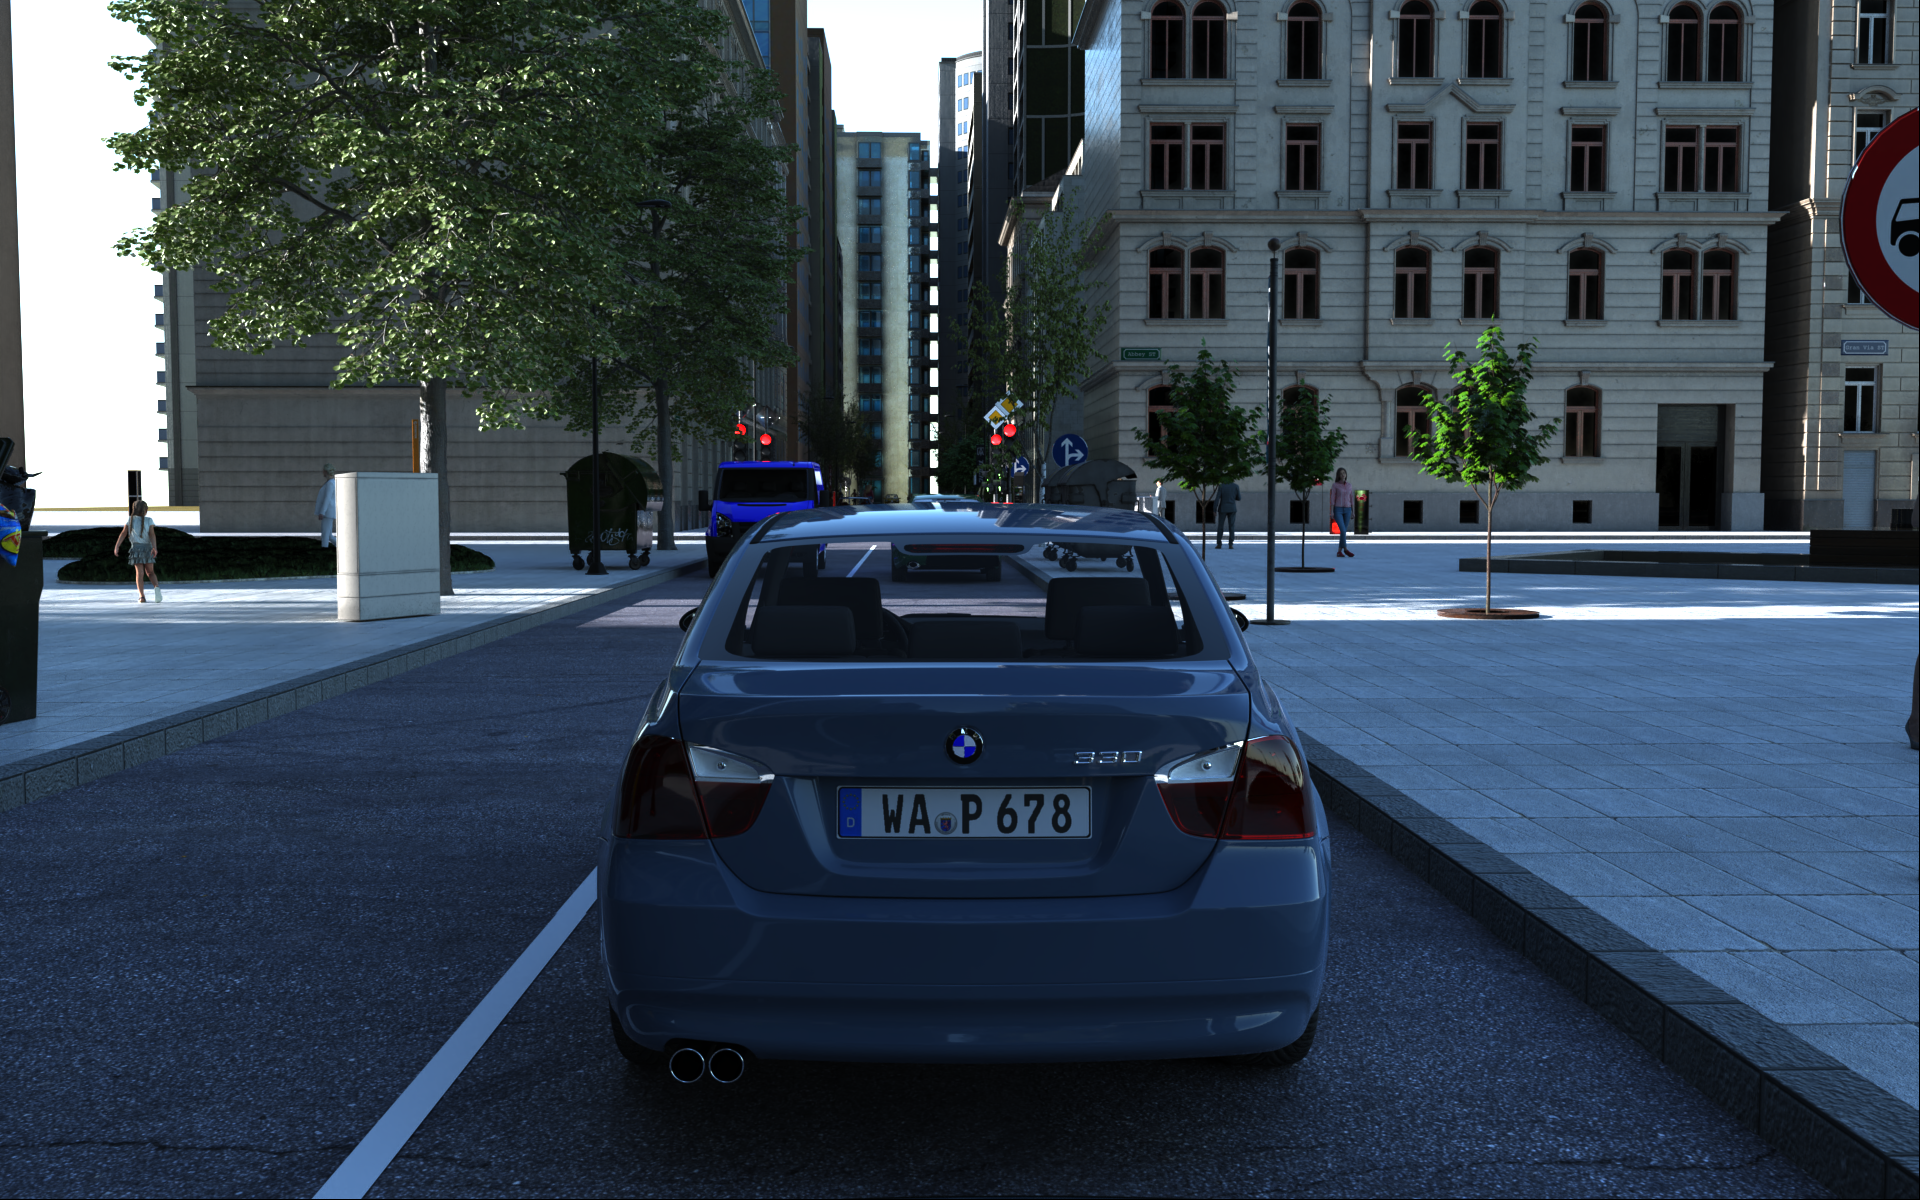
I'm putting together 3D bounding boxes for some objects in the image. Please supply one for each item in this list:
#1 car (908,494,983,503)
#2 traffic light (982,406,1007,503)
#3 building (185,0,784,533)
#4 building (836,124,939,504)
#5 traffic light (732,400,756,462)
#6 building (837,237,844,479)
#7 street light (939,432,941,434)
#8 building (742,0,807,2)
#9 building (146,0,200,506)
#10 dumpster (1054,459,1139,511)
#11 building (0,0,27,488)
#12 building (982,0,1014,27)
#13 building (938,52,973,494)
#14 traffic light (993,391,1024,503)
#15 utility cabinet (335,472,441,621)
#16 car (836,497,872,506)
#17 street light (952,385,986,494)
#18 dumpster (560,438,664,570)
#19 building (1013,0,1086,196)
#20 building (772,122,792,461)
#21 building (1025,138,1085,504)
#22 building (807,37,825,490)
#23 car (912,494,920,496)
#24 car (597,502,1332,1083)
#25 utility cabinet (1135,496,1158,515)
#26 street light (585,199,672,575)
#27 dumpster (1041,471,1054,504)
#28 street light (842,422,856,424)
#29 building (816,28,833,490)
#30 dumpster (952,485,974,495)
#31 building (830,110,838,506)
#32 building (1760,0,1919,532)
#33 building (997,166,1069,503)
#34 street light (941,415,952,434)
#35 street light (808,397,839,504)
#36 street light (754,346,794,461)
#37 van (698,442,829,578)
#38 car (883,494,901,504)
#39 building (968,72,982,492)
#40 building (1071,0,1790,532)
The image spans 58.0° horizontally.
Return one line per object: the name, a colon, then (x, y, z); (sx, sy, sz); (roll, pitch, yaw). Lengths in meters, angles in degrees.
car: (-0.254, -1.103, 29.826); (2.131, 1.459, 4.920); (0, 4, -1)
traffic light: (1.108, -4.020, 54.653); (0.839, 4.253, 0.868); (0, 4, -1)
building: (-17.969, -18.468, 78.372); (17.030, 29.872, 44.131); (0, 4, -1)
building: (-18.046, -37.152, 227.046); (30.456, 49.044, 23.786); (0, 4, -1)
traffic light: (-5.854, -3.520, 46.478); (0.839, 4.253, 0.868); (0, 4, -1)
building: (-20.225, -25.911, 195.342); (14.107, 30.474, 14.160); (0, 4, -1)
street light: (-0.843, -9.617, 129.774); (1.470, 5.913, 1.316); (0, 4, -1)
building: (-19.251, -29.713, 135.920); (14.600, 45.320, 14.200); (0, 4, -1)
building: (-71.760, -39.626, 189.890); (28.212, 58.520, 21.231); (0, 4, -1)
dumpster: (2.332, -1.437, 29.254); (1.264, 1.857, 1.865); (0, 4, -1)
building: (-49.781, -16.458, 62.597); (24.014, 27.812, 14.314); (0, 4, -1)
building: (12.604, -38.144, 165.647); (21.231, 58.520, 28.212); (0, 4, -1)
building: (11.302, -41.869, 226.549); (28.212, 58.520, 21.231); (0, 4, -1)
traffic light: (1.305, -3.532, 46.670); (0.839, 4.253, 0.868); (0, 4, -1)
utility cabinet: (-5.885, -0.560, 17.832); (0.318, 1.500, 1.173); (2, 4, 24)
car: (-4.037, -3.278, 66.170); (1.945, 1.354, 3.894); (0, 4, -3)
street light: (0.517, -6.195, 73.837); (1.470, 5.913, 1.316); (0, 4, -1)
dumpster: (-6.002, -1.676, 29.893); (1.502, 2.255, 1.985); (0, 4, -2)
building: (12.872, -42.929, 140.135); (20.563, 71.187, 20.611); (0, 4, -1)
building: (-17.951, -19.852, 110.482); (13.634, 28.700, 20.117); (0, 4, -1)
building: (9.535, -15.115, 101.874); (10.420, 20.320, 16.860); (0, 4, -1)
building: (-19.240, -28.549, 150.368); (14.154, 41.232, 14.086); (0, 4, -1)
car: (-3.383, -8.479, 147.429); (1.959, 1.807, 4.718); (0, 4, 0)
car: (0.013, 0.389, 5.641); (2.014, 1.417, 4.499); (0, 3, 0)
utility cabinet: (4.867, -2.196, 47.061); (1.020, 1.237, 0.306); (3, 5, 39)
street light: (-5.248, -3.359, 27.456); (1.470, 5.913, 1.316); (0, 4, -1)
dumpster: (2.267, -1.711, 33.727); (1.264, 1.857, 1.865); (0, 4, -1)
street light: (-7.358, -8.465, 110.946); (1.470, 5.913, 1.316); (0, 4, -1)
building: (-19.371, -31.465, 164.568); (14.600, 45.320, 14.200); (0, 4, -1)
dumpster: (0.282, -6.581, 110.089); (1.502, 2.255, 1.985); (0, 4, -1)
building: (-19.981, -30.288, 178.798); (14.154, 41.232, 14.086); (0, 4, -1)
building: (40.599, -16.308, 63.895); (25.104, 27.353, 12.463); (0, 4, -1)
building: (8.564, -17.815, 120.158); (11.050, 23.489, 19.941); (0, 4, -1)
street light: (-0.204, -7.906, 101.804); (1.470, 5.913, 1.316); (0, 4, -1)
street light: (-6.685, -6.747, 82.861); (1.470, 5.913, 1.316); (0, 4, -1)
street light: (-5.891, -5.004, 54.356); (1.470, 5.913, 1.316); (0, 4, -1)
van: (-3.433, -1.653, 31.404); (2.240, 2.365, 5.245); (0, 4, -2)
car: (-7.783, -11.495, 198.165); (2.015, 1.641, 3.980); (0, 4, -2)
building: (11.811, -34.748, 191.830); (21.300, 48.544, 21.600); (0, 4, -1)
building: (16.250, -16.942, 64.392); (23.554, 28.519, 14.401); (0, 4, -1)
